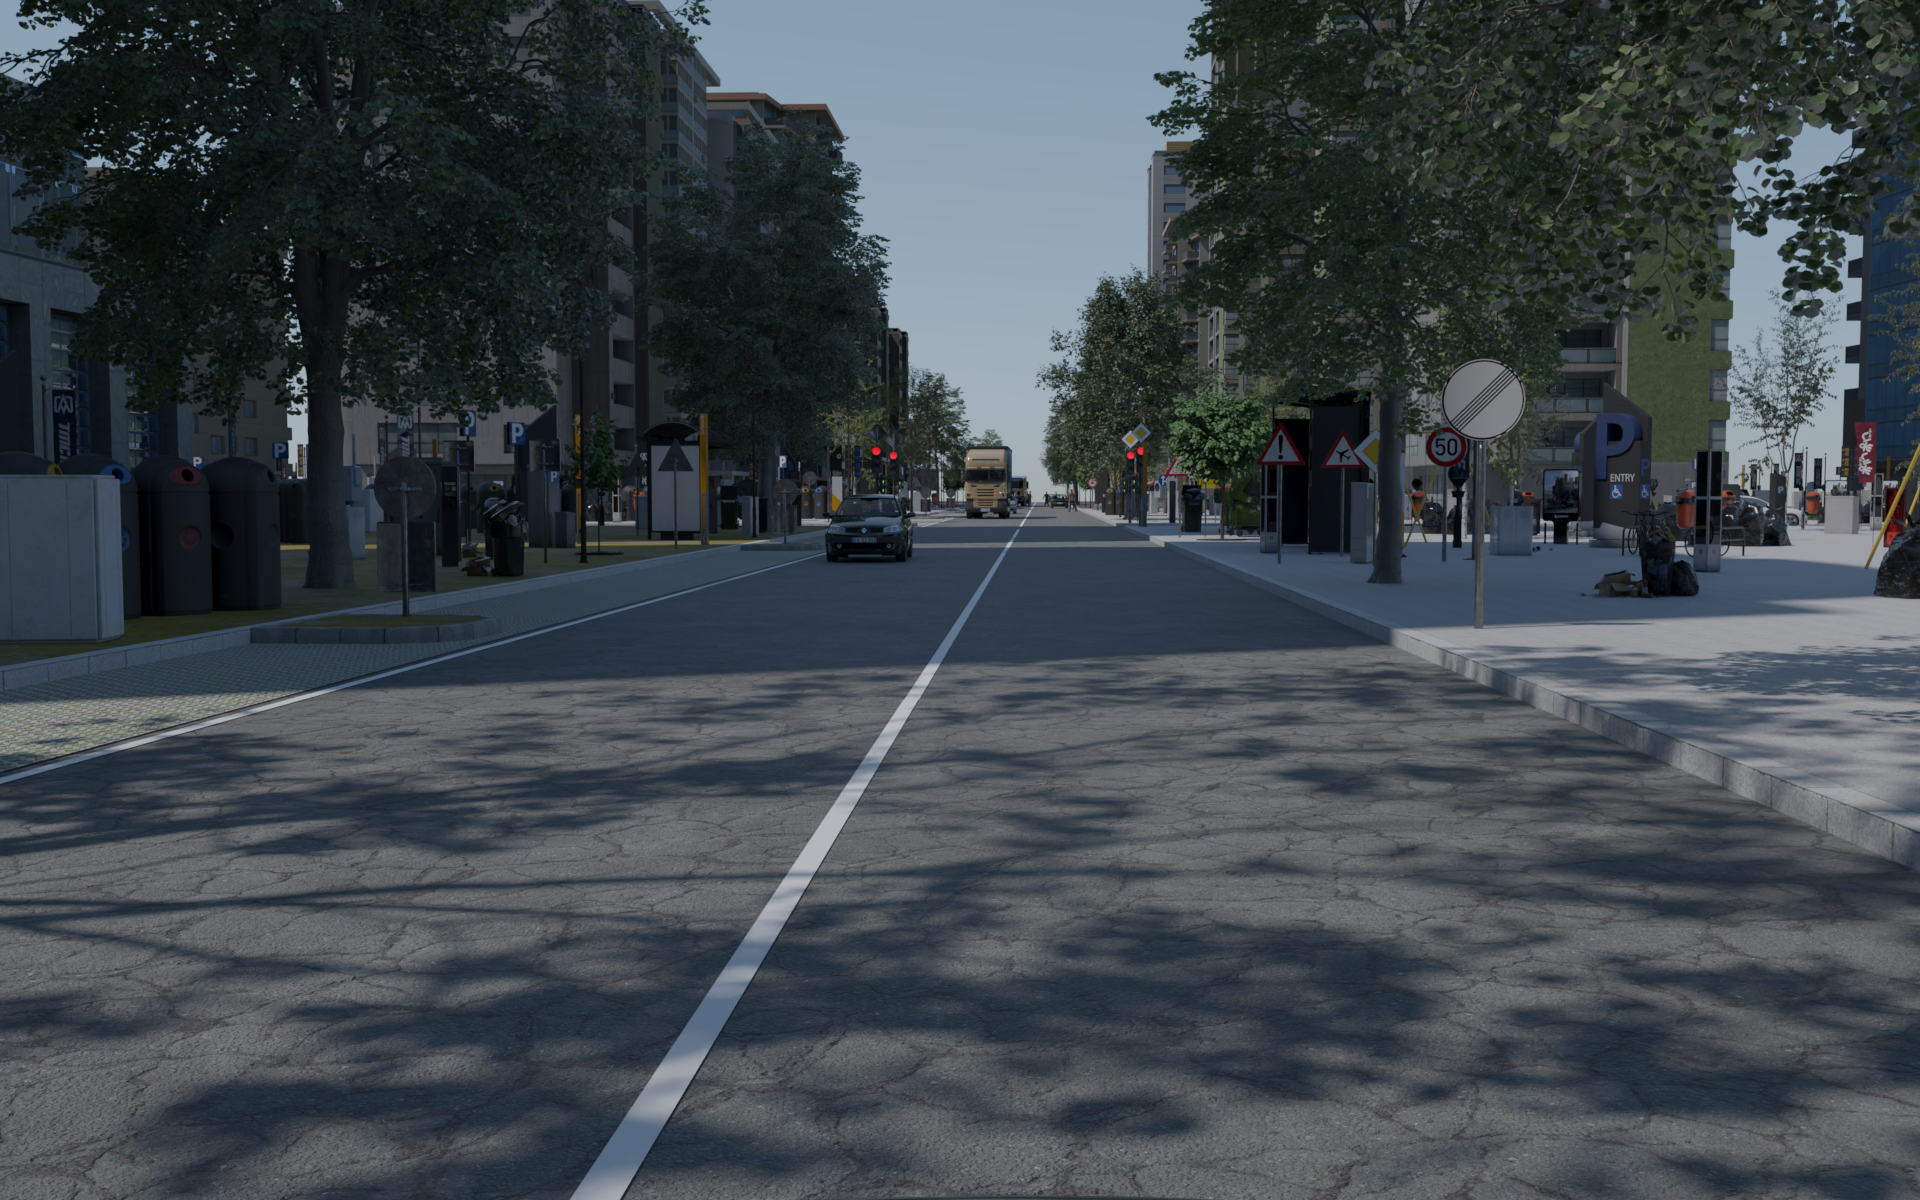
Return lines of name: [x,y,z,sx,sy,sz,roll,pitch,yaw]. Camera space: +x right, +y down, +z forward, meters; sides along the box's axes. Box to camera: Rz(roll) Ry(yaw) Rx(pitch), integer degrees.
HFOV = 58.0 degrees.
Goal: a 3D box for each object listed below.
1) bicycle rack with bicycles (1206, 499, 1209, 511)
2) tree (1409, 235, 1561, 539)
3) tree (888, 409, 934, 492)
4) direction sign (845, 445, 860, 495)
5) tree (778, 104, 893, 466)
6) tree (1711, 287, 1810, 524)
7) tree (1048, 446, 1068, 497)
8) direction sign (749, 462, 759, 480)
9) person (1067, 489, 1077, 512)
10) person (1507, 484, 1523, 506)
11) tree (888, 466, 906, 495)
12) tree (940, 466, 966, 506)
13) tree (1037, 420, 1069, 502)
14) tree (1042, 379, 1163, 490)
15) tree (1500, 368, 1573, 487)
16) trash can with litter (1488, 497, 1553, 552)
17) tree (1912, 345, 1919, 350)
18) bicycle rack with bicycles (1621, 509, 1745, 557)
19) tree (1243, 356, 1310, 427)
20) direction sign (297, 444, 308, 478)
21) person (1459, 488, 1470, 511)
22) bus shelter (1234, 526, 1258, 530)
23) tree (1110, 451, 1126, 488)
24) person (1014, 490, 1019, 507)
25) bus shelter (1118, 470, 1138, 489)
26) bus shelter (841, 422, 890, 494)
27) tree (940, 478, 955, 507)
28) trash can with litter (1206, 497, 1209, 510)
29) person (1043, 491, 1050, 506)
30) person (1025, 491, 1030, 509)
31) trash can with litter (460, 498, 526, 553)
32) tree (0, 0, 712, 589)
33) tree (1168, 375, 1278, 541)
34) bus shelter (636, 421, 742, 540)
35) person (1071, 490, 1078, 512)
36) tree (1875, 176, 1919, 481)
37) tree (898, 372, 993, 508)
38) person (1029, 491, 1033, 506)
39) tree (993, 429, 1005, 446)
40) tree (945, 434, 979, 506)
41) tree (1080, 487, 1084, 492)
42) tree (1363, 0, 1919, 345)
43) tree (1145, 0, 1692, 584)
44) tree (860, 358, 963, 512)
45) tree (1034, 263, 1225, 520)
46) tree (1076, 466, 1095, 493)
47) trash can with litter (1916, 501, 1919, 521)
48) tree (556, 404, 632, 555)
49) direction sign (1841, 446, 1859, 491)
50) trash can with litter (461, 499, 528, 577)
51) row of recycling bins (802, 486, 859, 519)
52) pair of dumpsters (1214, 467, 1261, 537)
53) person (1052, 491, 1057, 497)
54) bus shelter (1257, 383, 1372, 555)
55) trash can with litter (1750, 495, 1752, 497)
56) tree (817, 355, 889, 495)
bicycle rack with bicycles: [18.273,-6.499,119.639,2.852,0.926,2.925,-1,4,-16]
tree: [14.425,-6.030,48.955,4.737,8.622,4.395,0,3,0]
tree: [-3.527,-11.388,136.558,4.360,8.622,3.978,0,3,0]
direction sign: [-4.959,-5.389,80.105,0.876,3.537,0.379,-3,5,-41]
tree: [-6.659,-9.281,58.398,9.857,13.997,8.962,0,3,0]
tree: [28.408,-6.685,59.667,4.360,8.622,3.978,0,3,0]
tree: [18.621,-22.779,298.190,9.928,11.665,9.643,0,3,0]
direction sign: [-14.376,-7.923,121.543,0.876,3.537,0.379,-2,4,-30]
person: [9.101,-8.052,140.063,0.836,1.842,0.656,2,4,32]
person: [23.024,-3.887,71.823,0.659,1.850,0.755,1,4,14]
tree: [-4.387,-6.882,107.115,1.663,3.219,1.824,0,3,0]
tree: [-0.567,-12.106,181.639,4.285,4.588,4.351,0,3,0]
tree: [17.705,-22.843,283.852,12.009,13.543,11.850,0,3,0]
tree: [10.710,-11.399,120.793,7.601,10.594,8.767,2,4,24]
tree: [27.310,-8.194,84.333,4.360,8.622,3.978,0,3,0]
trash can with litter: [12.605,-1.727,39.288,1.678,1.210,2.233,1,4,10]
tree: [31.879,-8.077,50.194,7.486,12.596,7.792,0,3,0]
bicycle rack with bicycles: [14.810,-1.379,35.922,2.925,0.926,2.852,-3,5,-43]
tree: [16.459,-8.534,89.894,4.737,8.622,4.395,0,3,0]
direction sign: [-29.584,-5.276,78.266,0.876,3.537,0.379,2,4,27]
person: [20.993,-3.872,72.234,0.576,1.772,0.534,2,4,29]
bus shelter: [10.272,-4.016,59.581,2.014,3.302,5.546,0,4,3]
tree: [11.543,-10.881,128.271,4.737,8.622,4.395,0,3,0]
person: [6.242,-11.076,189.455,0.599,1.838,0.709,2,4,32]
bus shelter: [13.689,-9.911,139.680,2.179,5.291,8.768,0,4,3]
bus shelter: [-5.365,-7.421,98.972,2.179,5.291,8.768,0,4,3]
tree: [-1.121,-11.161,177.081,1.663,3.219,1.824,0,3,0]
trash can with litter: [19.910,-7.824,139.309,1.055,1.170,0.624,-2,4,-28]
person: [10.474,-12.260,209.500,0.990,1.755,0.434,1,4,19]
person: [6.685,-9.920,171.226,0.617,1.759,0.750,0,4,-4]
trash can with litter: [-10.640,-1.633,37.757,2.233,1.210,1.678,0,4,-6]
tree: [-8.563,-7.143,23.437,9.857,13.997,8.962,0,3,0]
tree: [7.234,-3.925,47.884,4.285,4.588,4.351,0,3,0]
bus shelter: [-7.838,-3.472,50.687,2.014,3.302,5.546,0,4,3]
person: [9.349,-8.106,141.615,0.643,1.750,0.593,0,4,-1]
tree: [21.606,-5.319,37.332,4.360,8.622,3.978,0,3,0]
tree: [-2.466,-14.896,161.682,7.486,12.596,7.792,0,3,0]
person: [8.741,-12.622,214.863,0.705,1.824,1.348,-1,4,-18]
tree: [5.221,-23.411,300.890,7.486,12.596,7.792,0,3,0]
tree: [-0.032,-14.455,186.698,4.737,8.622,4.395,0,3,0]
tree: [13.875,-13.892,177.499,4.360,8.622,3.978,0,3,0]
tree: [6.125,-6.279,9.319,9.857,13.997,8.962,0,3,0]
tree: [6.362,-6.537,25.008,7.486,12.596,7.792,0,3,0]
tree: [-3.575,-11.341,119.830,8.767,10.594,7.601,2,4,34]
tree: [8.534,-10.363,86.444,9.611,12.733,9.660,0,3,0]
tree: [11.996,-10.634,157.585,4.285,4.588,4.351,0,3,0]
trash can with litter: [18.419,-1.300,32.313,2.233,1.210,1.678,-1,4,-23]
tree: [-7.593,-2.580,36.789,1.663,3.219,1.824,0,3,0]
direction sign: [41.718,-5.450,81.097,0.876,3.537,0.379,2,4,30]
trash can with litter: [-7.295,-0.959,27.064,1.055,1.170,0.624,1,4,13]
row of recycling bins: [-6.726,-4.986,88.641,3.534,1.692,1.069,2,4,25]
pair of dumpsters: [8.828,-3.117,53.455,1.574,2.255,4.437,0,4,3]
person: [12.653,-13.442,228.351,1.350,1.814,0.705,0,4,-8]
bus shelter: [8.062,-2.967,39.786,1.731,3.624,6.357,0,4,3]
trash can with litter: [40.849,-4.812,89.733,1.678,1.210,2.233,2,4,28]
tree: [-5.373,-8.341,86.742,4.737,8.622,4.395,0,3,0]
